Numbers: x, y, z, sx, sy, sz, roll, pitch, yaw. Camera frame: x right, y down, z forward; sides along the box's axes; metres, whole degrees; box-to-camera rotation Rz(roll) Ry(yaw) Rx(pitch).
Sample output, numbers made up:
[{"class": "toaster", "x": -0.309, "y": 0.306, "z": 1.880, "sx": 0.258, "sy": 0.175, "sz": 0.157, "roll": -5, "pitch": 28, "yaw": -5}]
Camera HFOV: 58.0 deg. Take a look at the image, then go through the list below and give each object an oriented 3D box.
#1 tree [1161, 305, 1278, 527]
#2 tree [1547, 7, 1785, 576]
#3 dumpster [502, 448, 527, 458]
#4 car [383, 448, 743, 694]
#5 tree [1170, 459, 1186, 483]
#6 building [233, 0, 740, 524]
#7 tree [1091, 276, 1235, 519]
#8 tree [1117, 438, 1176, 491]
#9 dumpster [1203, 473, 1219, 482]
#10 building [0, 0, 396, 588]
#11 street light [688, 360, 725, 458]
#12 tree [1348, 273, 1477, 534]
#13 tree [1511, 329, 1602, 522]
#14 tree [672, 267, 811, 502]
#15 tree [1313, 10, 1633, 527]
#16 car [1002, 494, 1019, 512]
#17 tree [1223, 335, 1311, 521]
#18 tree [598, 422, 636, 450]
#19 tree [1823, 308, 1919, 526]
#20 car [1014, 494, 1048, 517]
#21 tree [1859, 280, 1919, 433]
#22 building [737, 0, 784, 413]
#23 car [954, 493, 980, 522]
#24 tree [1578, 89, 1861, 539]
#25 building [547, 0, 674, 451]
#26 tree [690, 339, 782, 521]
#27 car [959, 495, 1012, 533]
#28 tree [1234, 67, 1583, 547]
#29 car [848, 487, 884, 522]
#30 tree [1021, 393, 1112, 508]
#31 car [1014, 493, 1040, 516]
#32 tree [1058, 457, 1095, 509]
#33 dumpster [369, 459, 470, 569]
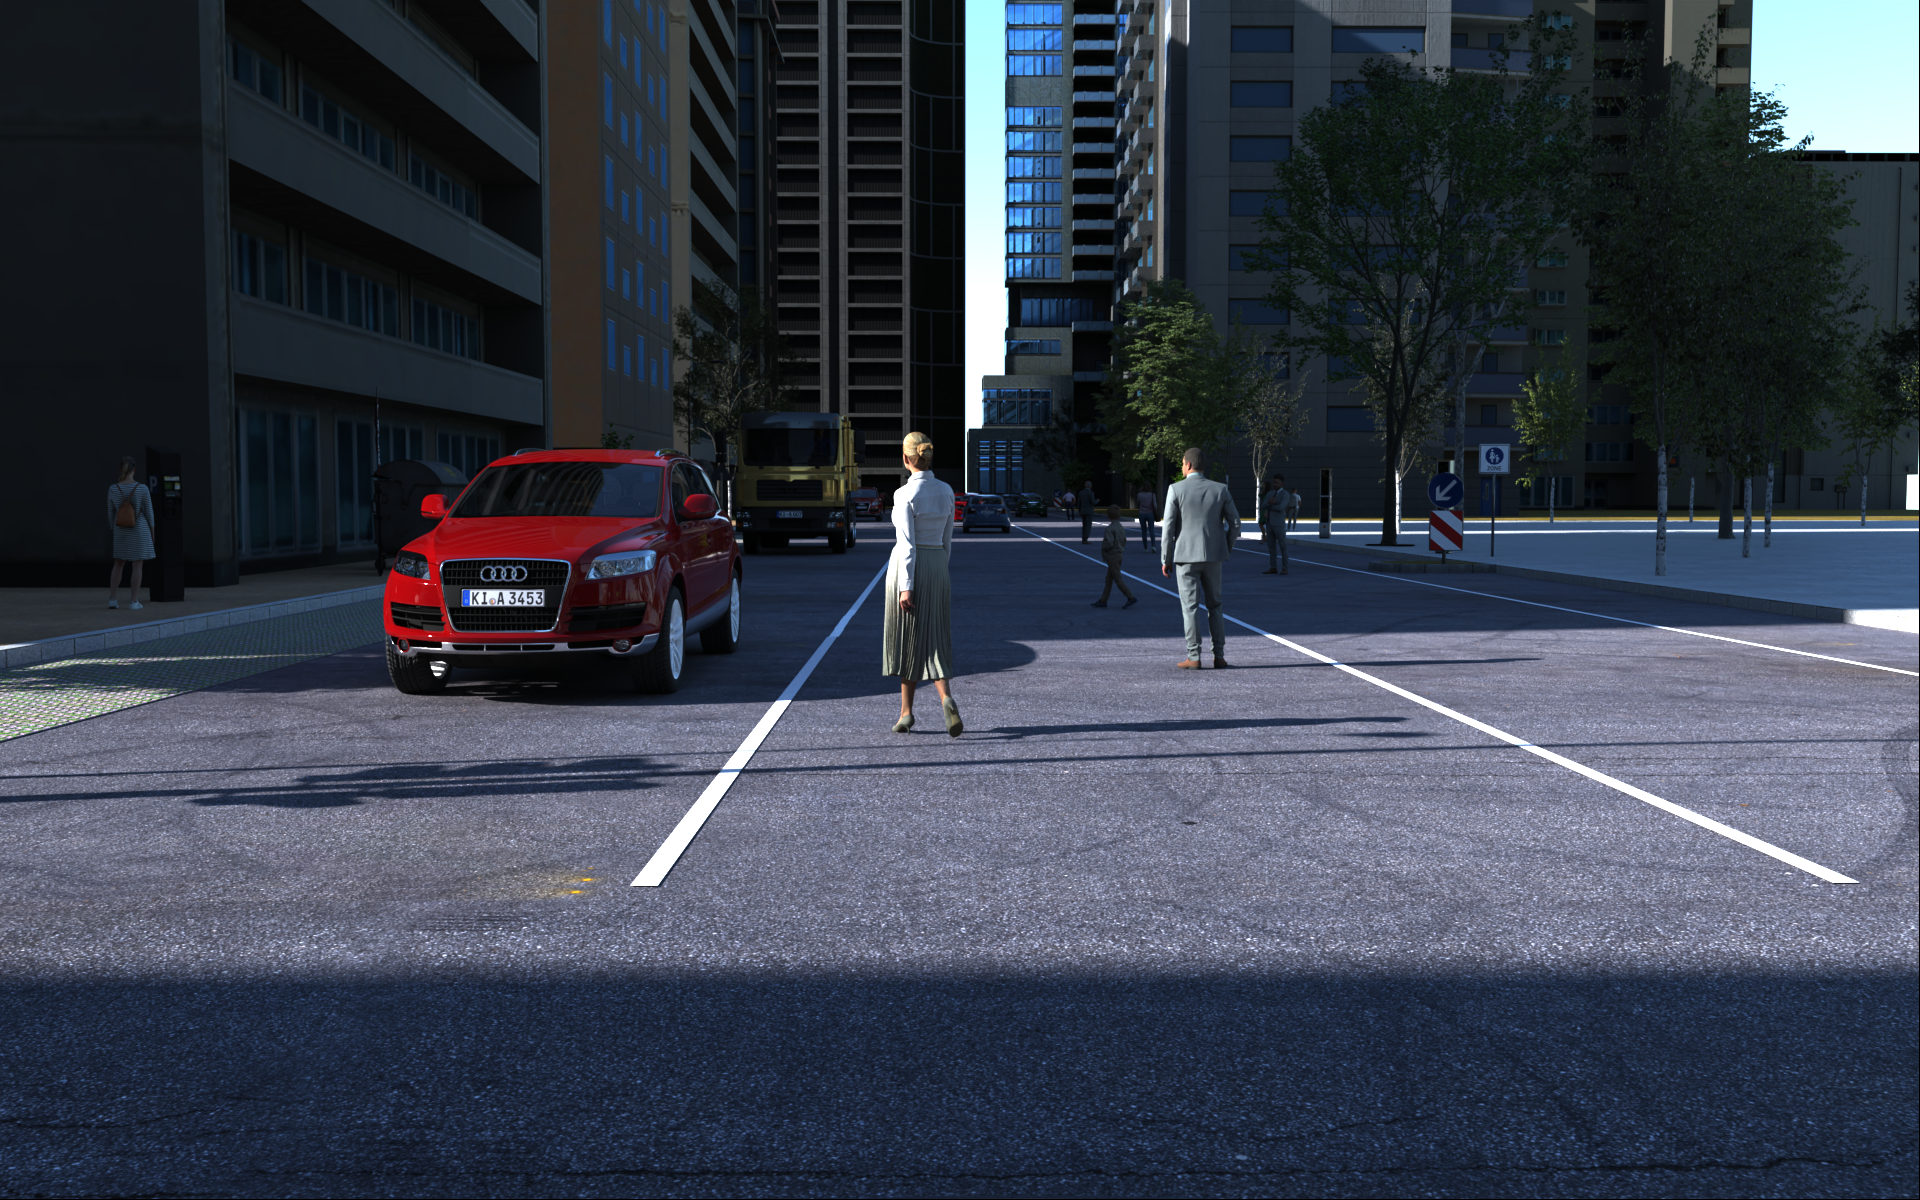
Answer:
[{"class": "tree", "x": 10.083, "y": -7.132, "z": 66.963, "sx": 4.737, "sy": 8.622, "sz": 4.395, "roll": 0, "pitch": 3, "yaw": 0}, {"class": "tree", "x": 11.149, "y": -4.672, "z": 26.756, "sx": 4.360, "sy": 8.622, "sz": 3.978, "roll": 0, "pitch": 3, "yaw": 0}, {"class": "dumpster", "x": -9.276, "y": -2.086, "z": 36.593, "sx": 1.502, "sy": 2.255, "sz": 1.985, "roll": 0, "pitch": 4, "yaw": -1}, {"class": "car", "x": -3.029, "y": -0.333, "z": 14.122, "sx": 2.281, "sy": 1.827, "sz": 5.304, "roll": 0, "pitch": 4, "yaw": 0}, {"class": "tree", "x": 10.843, "y": -5.386, "z": 82.661, "sx": 1.663, "sy": 3.219, "sz": 1.824, "roll": 0, "pitch": 3, "yaw": 0}, {"class": "building", "x": -23.812, "y": -28.703, "z": 92.990, "sx": 21.300, "sy": 48.544, "sz": 21.600, "roll": 0, "pitch": 4, "yaw": -1}, {"class": "tree", "x": 10.884, "y": -10.543, "z": 90.502, "sx": 7.486, "sy": 12.596, "sz": 7.792, "roll": 0, "pitch": 3, "yaw": 0}, {"class": "tree", "x": 10.747, "y": -7.093, "z": 99.685, "sx": 4.285, "sy": 4.588, "sz": 4.351, "roll": 0, "pitch": 3, "yaw": 0}, {"class": "dumpster", "x": 10.355, "y": -4.441, "z": 75.100, "sx": 1.502, "sy": 2.255, "sz": 1.985, "roll": 0, "pitch": 4, "yaw": -1}, {"class": "building", "x": -20.997, "y": -25.010, "z": 32.621, "sx": 21.300, "sy": 48.544, "sz": 21.600, "roll": 0, "pitch": 4, "yaw": -1}, {"class": "street light", "x": -8.857, "y": -5.358, "z": 60.141, "sx": 1.470, "sy": 5.913, "sz": 1.316, "roll": 0, "pitch": 4, "yaw": -1}, {"class": "tree", "x": 14.230, "y": -6.440, "z": 55.657, "sx": 4.360, "sy": 8.622, "sz": 3.978, "roll": 0, "pitch": 3, "yaw": 0}, {"class": "tree", "x": 26.879, "y": -7.833, "z": 78.426, "sx": 4.737, "sy": 8.622, "sz": 4.395, "roll": 0, "pitch": 3, "yaw": 0}, {"class": "tree", "x": -10.170, "y": -8.416, "z": 72.015, "sx": 8.767, "sy": 10.594, "sz": 7.601, "roll": 0, "pitch": 4, "yaw": 3}, {"class": "tree", "x": 20.969, "y": -12.908, "z": 66.943, "sx": 12.611, "sy": 20.169, "sz": 13.585, "roll": 0, "pitch": 3, "yaw": 0}, {"class": "car", "x": 3.605, "y": -6.898, "z": 124.782, "sx": 2.014, "sy": 1.417, "sz": 4.499, "roll": 0, "pitch": 4, "yaw": -2}, {"class": "tree", "x": 14.242, "y": -8.002, "z": 81.188, "sx": 4.360, "sy": 8.622, "sz": 3.978, "roll": 0, "pitch": 3, "yaw": 0}, {"class": "tree", "x": -9.406, "y": -3.188, "z": 46.727, "sx": 1.663, "sy": 3.219, "sz": 1.824, "roll": 0, "pitch": 3, "yaw": 0}, {"class": "tree", "x": 36.572, "y": -7.293, "z": 69.600, "sx": 4.737, "sy": 8.622, "sz": 4.395, "roll": 0, "pitch": 3, "yaw": 0}, {"class": "car", "x": 4.425, "y": -5.864, "z": 107.678, "sx": 2.131, "sy": 1.459, "sz": 4.920, "roll": 0, "pitch": 4, "yaw": -1}, {"class": "tree", "x": 32.280, "y": -7.334, "z": 54.317, "sx": 8.767, "sy": 10.594, "sz": 7.601, "roll": -1, "pitch": 4, "yaw": -13}, {"class": "building", "x": -28.035, "y": -29.967, "z": 144.589, "sx": 28.867, "sy": 44.769, "sz": 22.147, "roll": 0, "pitch": 4, "yaw": -1}, {"class": "car", "x": 0.262, "y": -4.089, "z": 75.889, "sx": 2.155, "sy": 1.783, "sz": 4.494, "roll": 0, "pitch": 4, "yaw": -2}, {"class": "tree", "x": 21.654, "y": -8.040, "z": 49.584, "sx": 7.486, "sy": 12.596, "sz": 7.792, "roll": 0, "pitch": 3, "yaw": 0}, {"class": "building", "x": -17.890, "y": -24.985, "z": 58.608, "sx": 14.600, "sy": 45.320, "sz": 14.200, "roll": 0, "pitch": 4, "yaw": -1}, {"class": "tree", "x": -10.281, "y": -7.848, "z": 78.678, "sx": 4.360, "sy": 8.622, "sz": 3.978, "roll": 0, "pitch": 3, "yaw": 0}, {"class": "car", "x": 0.969, "y": -3.222, "z": 64.683, "sx": 2.014, "sy": 1.417, "sz": 4.499, "roll": 0, "pitch": 3, "yaw": 0}, {"class": "tree", "x": 10.759, "y": -7.132, "z": 42.358, "sx": 9.928, "sy": 11.665, "sz": 9.643, "roll": 0, "pitch": 3, "yaw": 0}, {"class": "car", "x": -5.132, "y": -5.082, "z": 91.764, "sx": 2.281, "sy": 1.827, "sz": 5.304, "roll": 0, "pitch": 4, "yaw": -1}, {"class": "tree", "x": 9.802, "y": -13.801, "z": 160.054, "sx": 8.767, "sy": 10.594, "sz": 7.601, "roll": 0, "pitch": 4, "yaw": 3}, {"class": "car", "x": 4.605, "y": -6.525, "z": 116.279, "sx": 1.945, "sy": 1.707, "sz": 3.694, "roll": 0, "pitch": 4, "yaw": 1}, {"class": "tree", "x": 10.277, "y": -10.340, "z": 152.771, "sx": 4.285, "sy": 4.588, "sz": 4.351, "roll": 0, "pitch": 3, "yaw": 0}, {"class": "dumpster", "x": -9.289, "y": -1.473, "z": 29.842, "sx": 1.264, "sy": 1.857, "sz": 1.865, "roll": 0, "pitch": 4, "yaw": -1}]
